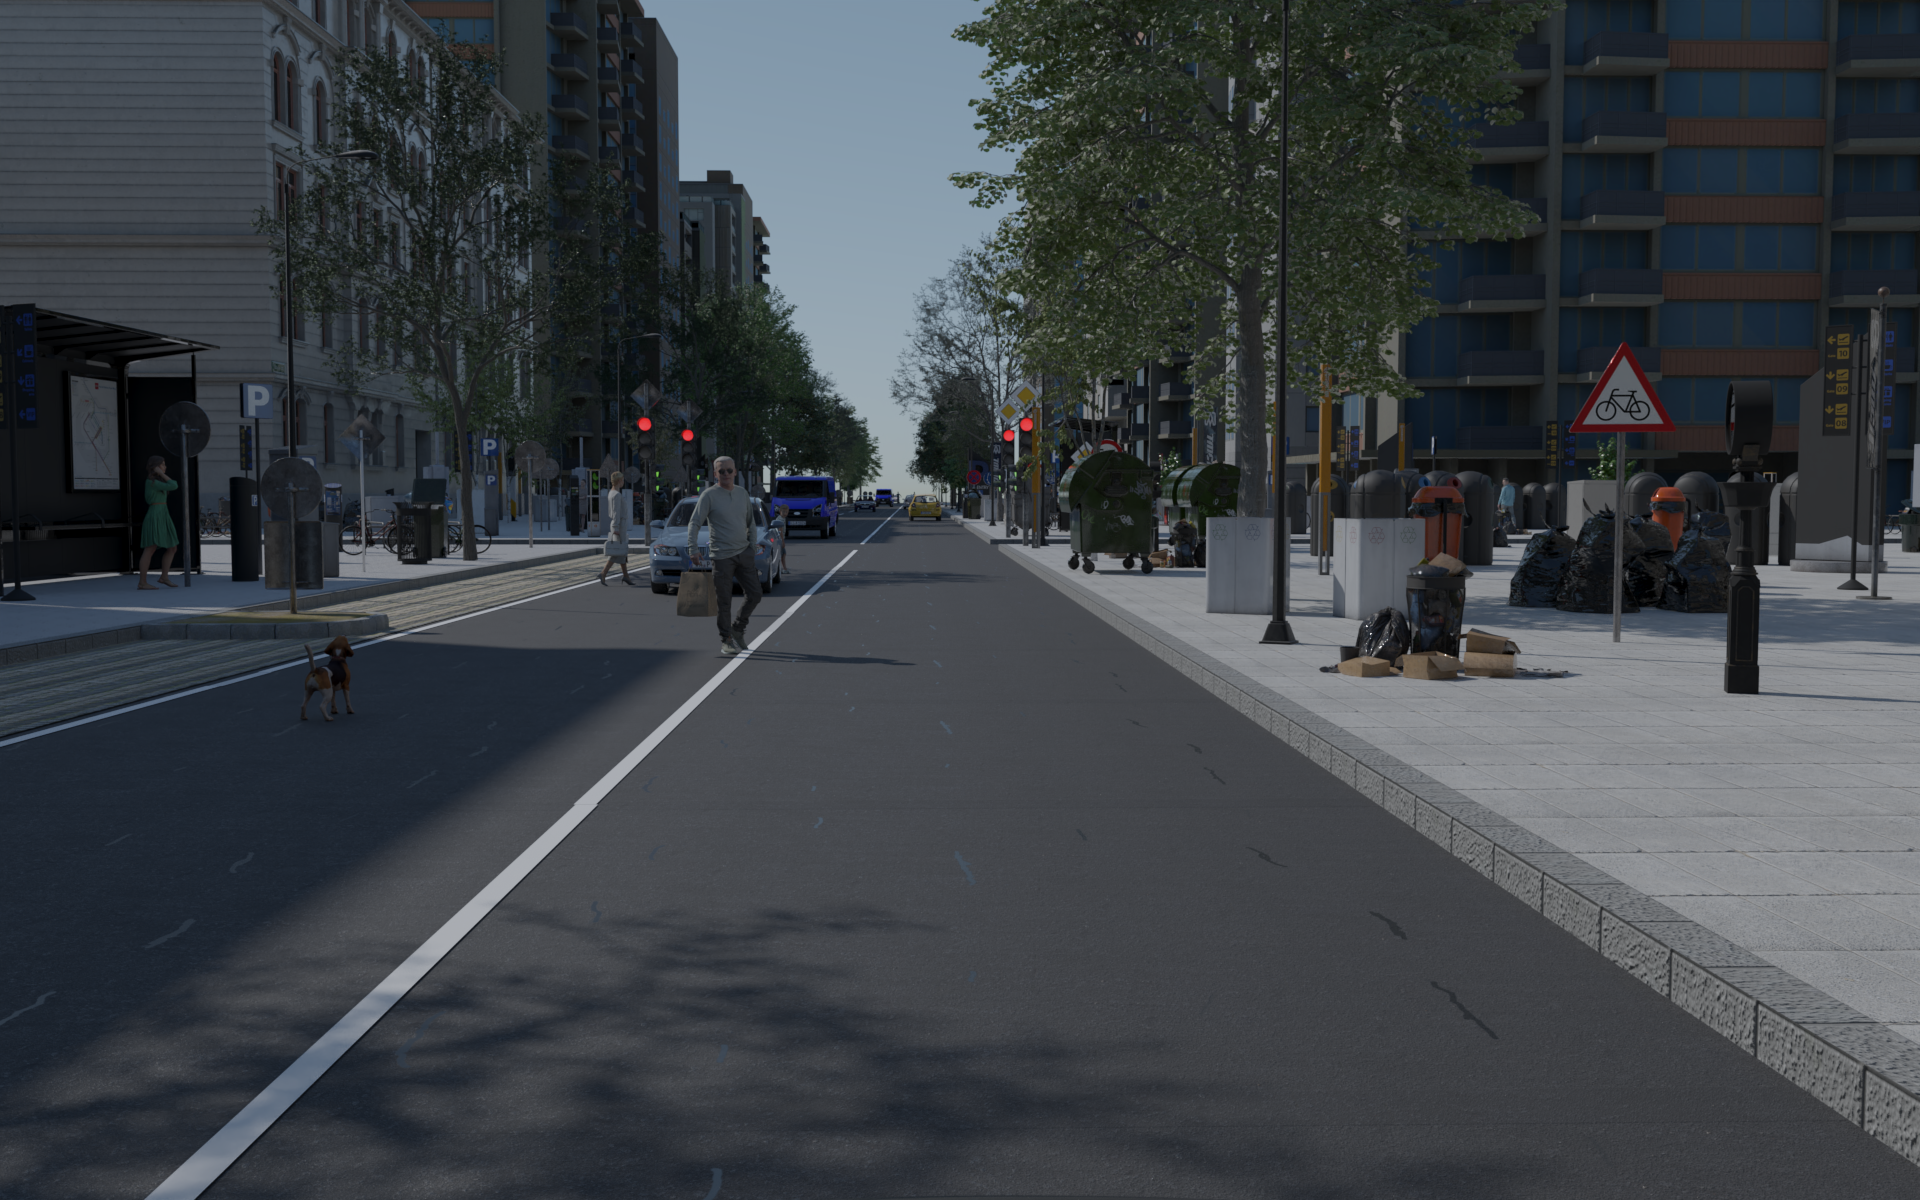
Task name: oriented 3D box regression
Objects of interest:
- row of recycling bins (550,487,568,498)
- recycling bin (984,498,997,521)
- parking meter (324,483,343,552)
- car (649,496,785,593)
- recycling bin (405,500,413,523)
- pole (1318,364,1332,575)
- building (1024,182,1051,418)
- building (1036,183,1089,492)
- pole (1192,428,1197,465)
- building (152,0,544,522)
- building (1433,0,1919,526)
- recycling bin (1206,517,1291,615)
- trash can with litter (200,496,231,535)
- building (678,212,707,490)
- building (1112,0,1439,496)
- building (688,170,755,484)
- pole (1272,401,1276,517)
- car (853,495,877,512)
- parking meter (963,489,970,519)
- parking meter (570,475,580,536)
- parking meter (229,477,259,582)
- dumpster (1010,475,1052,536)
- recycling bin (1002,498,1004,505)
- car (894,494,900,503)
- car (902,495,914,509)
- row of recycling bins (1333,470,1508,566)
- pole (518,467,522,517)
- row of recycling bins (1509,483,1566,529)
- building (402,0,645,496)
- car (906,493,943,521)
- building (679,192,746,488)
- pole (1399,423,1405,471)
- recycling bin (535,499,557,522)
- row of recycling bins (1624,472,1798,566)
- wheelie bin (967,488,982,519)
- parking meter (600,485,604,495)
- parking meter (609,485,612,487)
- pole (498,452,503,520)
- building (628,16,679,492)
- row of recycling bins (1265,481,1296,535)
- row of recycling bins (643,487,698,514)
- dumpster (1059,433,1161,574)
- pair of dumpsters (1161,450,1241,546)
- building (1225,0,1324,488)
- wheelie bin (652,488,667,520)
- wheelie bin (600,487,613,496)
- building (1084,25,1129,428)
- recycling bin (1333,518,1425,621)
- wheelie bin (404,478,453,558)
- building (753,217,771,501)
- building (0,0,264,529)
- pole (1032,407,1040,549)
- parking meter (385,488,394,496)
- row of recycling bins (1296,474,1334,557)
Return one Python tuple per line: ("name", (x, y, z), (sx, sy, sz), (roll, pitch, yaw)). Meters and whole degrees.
("row of recycling bins", (-24.063, -5.888, 103.376), (1.069, 1.692, 3.534), (0, 4, -5))
("recycling bin", (1.507, -4.277, 82.475), (0.722, 1.027, 0.722), (0, 4, 0))
("parking meter", (-13.875, -1.832, 38.357), (0.372, 1.533, 0.369), (0, 3, 0))
("car", (-3.675, -0.890, 26.549), (2.014, 1.417, 4.499), (0, 4, -3))
("recycling bin", (-23.886, -3.875, 75.905), (0.722, 1.027, 0.722), (-2, 4, -27))
("pole", (5.763, -2.049, 27.337), (0.158, 3.312, 0.155), (0, 3, 0))
("building", (20.873, -38.955, 260.614), (21.300, 48.544, 21.600), (0, 4, -1))
("building", (18.071, -36.248, 242.767), (14.600, 45.320, 14.200), (0, 4, -1))
("pole", (7.276, -3.658, 53.650), (0.158, 3.312, 0.155), (0, 3, 0))
("building", (-32.804, -18.997, 97.998), (14.401, 28.519, 23.554), (0, 4, -1))
("building", (29.741, -25.842, 77.142), (28.867, 44.769, 22.147), (0, 4, -1))
("recycling bin", (3.125, -0.380, 18.767), (0.722, 1.027, 0.722), (2, 4, 31))
("trash can with litter", (-23.581, -2.694, 55.102), (2.233, 1.210, 1.678), (1, 4, 19))
("building", (-33.612, -24.718, 175.844), (14.160, 30.474, 14.107), (0, 4, -1))
("building", (24.586, -30.061, 146.122), (22.147, 44.769, 28.867), (0, 4, -1))
("building", (-36.527, -36.264, 243.021), (14.600, 45.320, 14.200), (0, 4, -1))
("pole", (6.994, -2.714, 38.211), (0.158, 3.312, 0.155), (0, 3, 0))
("car", (-7.619, -7.721, 138.810), (1.945, 1.354, 3.894), (0, 4, -3))
("parking meter", (0.317, -5.048, 90.940), (0.372, 1.533, 0.369), (0, 3, 0))
("parking meter", (-11.841, -2.905, 53.210), (0.255, 1.863, 0.399), (-1, 4, -17))
("parking meter", (-10.528, -1.043, 25.472), (0.372, 1.533, 0.369), (0, 3, 0))
("dumpster", (2.176, -2.913, 53.386), (1.264, 1.857, 1.865), (0, 4, -2))
("recycling bin", (2.437, -5.710, 105.910), (0.722, 1.027, 0.722), (1, 4, 23))
("car", (-10.433, -15.998, 273.931), (2.083, 1.381, 4.827), (0, 4, 0))
("car", (-4.396, -9.195, 162.702), (2.083, 1.381, 4.827), (0, 4, -2))
("row of recycling bins", (8.147, -1.428, 30.459), (3.534, 1.692, 1.069), (-3, 5, -41))
("pole", (-25.108, -6.416, 98.751), (0.158, 3.312, 0.155), (0, 3, 0))
("row of recycling bins", (20.490, -3.425, 63.105), (3.534, 1.692, 1.069), (-1, 4, -16))
("building", (-37.430, -29.616, 138.849), (22.147, 44.769, 28.867), (0, 4, -1))
("car", (-1.905, -5.113, 93.816), (2.015, 1.641, 3.980), (0, 4, -3))
("building", (-35.957, -33.361, 229.040), (14.154, 41.232, 14.086), (0, 4, -1))
("pole", (12.766, -3.441, 50.102), (0.158, 3.312, 0.155), (0, 3, 0))
("recycling bin", (-19.063, -4.111, 79.763), (0.722, 1.027, 0.722), (2, 4, 24))
("row of recycling bins", (13.987, -1.507, 31.754), (3.534, 1.692, 1.069), (3, 4, 36))
("wheelie bin", (0.723, -4.889, 87.836), (0.693, 1.594, 0.980), (-1, 4, -13))
("parking meter", (-22.174, -6.185, 106.836), (0.399, 1.863, 0.255), (-3, 4, -37))
("parking meter", (-23.394, -6.765, 116.316), (0.255, 1.863, 0.399), (0, 4, 7))
("pole", (-22.495, -5.562, 84.775), (0.158, 3.312, 0.155), (0, 3, 0))
("building", (-33.920, -31.256, 161.141), (14.600, 45.320, 14.200), (0, 4, -1))
("row of recycling bins", (10.336, -3.024, 56.553), (1.069, 1.692, 3.534), (-1, 4, -13))
("row of recycling bins", (-17.334, -5.941, 104.249), (3.534, 1.692, 1.069), (-2, 4, -35))
("dumpster", (2.451, -1.591, 28.510), (1.502, 2.255, 1.985), (0, 4, -1))
("pair of dumpsters", (5.794, -2.332, 40.615), (1.574, 2.255, 4.437), (0, 4, -1))
("building", (27.842, -34.759, 110.301), (21.231, 58.520, 28.212), (0, 4, -1))
("wheelie bin", (-14.781, -4.697, 84.697), (0.980, 1.594, 0.693), (-2, 4, -34))
("wheelie bin", (-15.169, -4.107, 75.058), (0.980, 1.594, 0.693), (2, 4, 25))
("building", (27.122, -35.779, 174.218), (28.713, 52.752, 27.495), (0, 4, -1))
("recycling bin", (4.326, -0.328, 17.912), (0.722, 1.027, 0.722), (-1, 4, -11))
("wheelie bin", (-10.682, -1.649, 34.865), (0.980, 1.594, 0.693), (0, 4, -7))
("building", (-40.566, -37.326, 264.907), (22.147, 44.769, 28.867), (0, 4, -1))
("building", (-31.921, -17.560, 74.503), (14.401, 28.519, 23.554), (0, 4, -1))
("pole", (1.794, -2.870, 40.774), (0.158, 3.312, 0.155), (0, 3, 0))
("parking meter", (-24.433, -4.025, 74.225), (0.372, 1.533, 0.369), (0, 3, 0))
("row of recycling bins", (8.596, -1.698, 34.873), (1.069, 1.692, 3.534), (-3, 5, -43))
